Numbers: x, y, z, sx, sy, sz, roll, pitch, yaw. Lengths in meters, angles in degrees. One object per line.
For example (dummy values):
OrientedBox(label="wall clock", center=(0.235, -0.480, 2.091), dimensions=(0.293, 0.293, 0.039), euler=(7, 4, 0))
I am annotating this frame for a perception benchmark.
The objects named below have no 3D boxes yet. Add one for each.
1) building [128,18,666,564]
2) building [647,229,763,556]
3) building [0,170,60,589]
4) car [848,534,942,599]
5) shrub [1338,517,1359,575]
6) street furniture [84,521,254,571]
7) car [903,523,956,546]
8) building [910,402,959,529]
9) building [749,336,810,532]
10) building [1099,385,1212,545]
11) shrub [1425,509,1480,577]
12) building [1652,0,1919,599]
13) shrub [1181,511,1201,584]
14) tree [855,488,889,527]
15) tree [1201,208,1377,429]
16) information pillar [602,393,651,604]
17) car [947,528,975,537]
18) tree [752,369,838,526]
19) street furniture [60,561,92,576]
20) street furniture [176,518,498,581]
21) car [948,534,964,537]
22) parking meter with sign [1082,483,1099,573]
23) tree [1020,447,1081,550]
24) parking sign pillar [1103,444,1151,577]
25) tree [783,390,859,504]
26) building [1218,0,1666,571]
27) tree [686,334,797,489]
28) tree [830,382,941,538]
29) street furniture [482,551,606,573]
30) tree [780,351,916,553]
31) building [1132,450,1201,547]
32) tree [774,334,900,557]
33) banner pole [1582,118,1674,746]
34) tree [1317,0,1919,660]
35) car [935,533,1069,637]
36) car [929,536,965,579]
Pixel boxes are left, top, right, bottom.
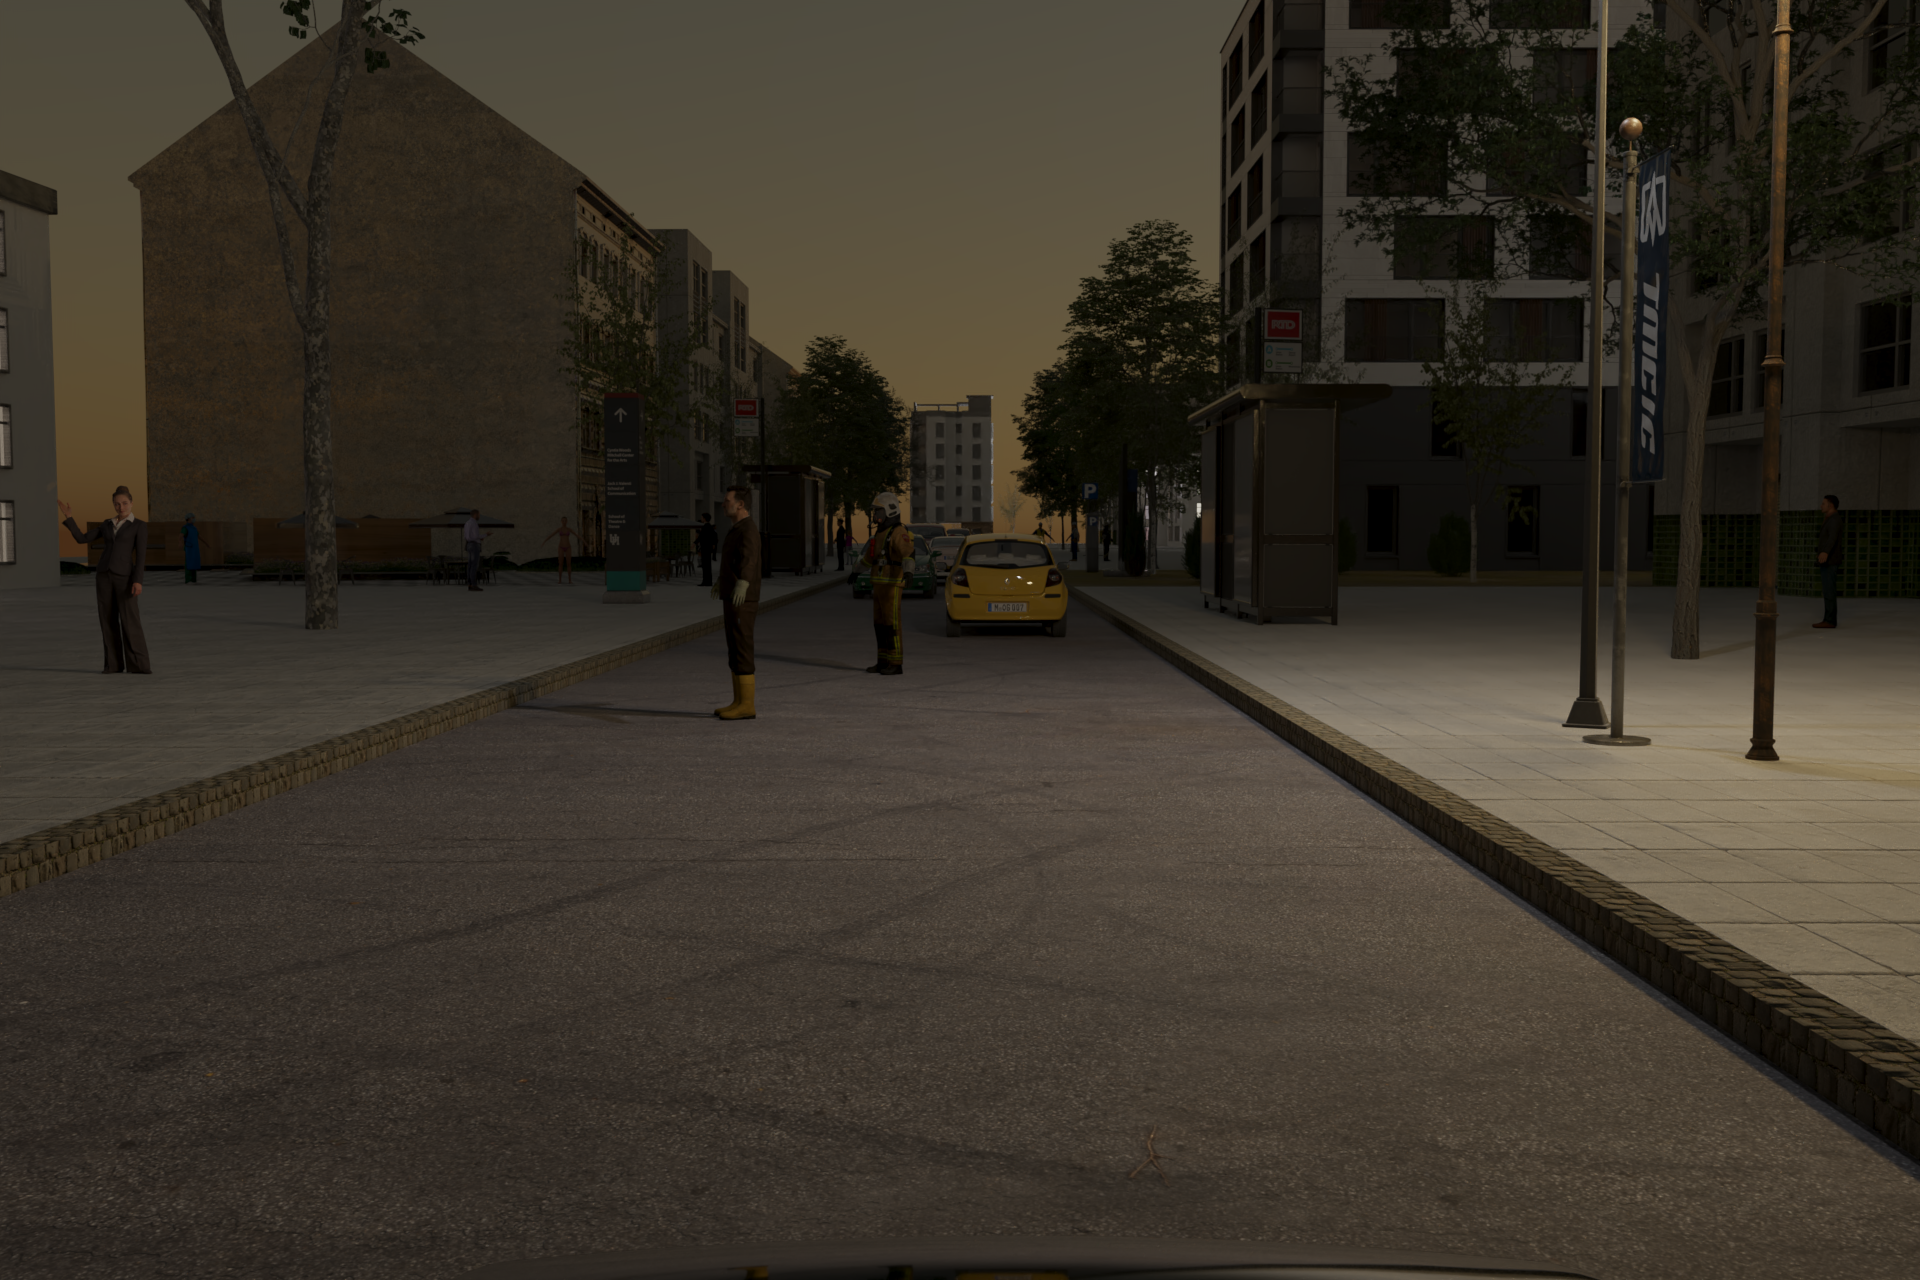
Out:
OrientedBox(label="building", center=(-25.345, -15.384, 82.456), dimensions=(19.493, 23.208, 18.063), euler=(0, 4, 1))
OrientedBox(label="building", center=(-23.732, -15.297, 116.571), dimensions=(16.747, 18.905, 31.486), euler=(0, 4, 1))
OrientedBox(label="building", center=(-23.116, -5.282, 28.503), dimensions=(9.099, 9.664, 28.070), euler=(0, 4, 1))
OrientedBox(label="car", center=(-1.464, -1.718, 39.889), dimensions=(2.131, 1.459, 4.920), euler=(0, 4, 0))
OrientedBox(label="shrub", center=(11.707, -3.052, 54.321), dimensions=(1.690, 2.028, 1.600), euler=(0, 3, 0))
OrientedBox(label="street furniture", center=(-27.492, -3.465, 63.514), dimensions=(9.812, 1.723, 11.010), euler=(-1, 4, -13))
OrientedBox(label="car", center=(-1.275, -3.199, 60.975), dimensions=(2.281, 1.827, 5.304), euler=(0, 4, 0))
OrientedBox(label="building", center=(-6.598, -23.309, 239.986), dimensions=(11.380, 20.090, 16.016), euler=(0, 4, 3))
OrientedBox(label="building", center=(-24.666, -20.468, 165.587), dimensions=(19.493, 23.208, 18.063), euler=(0, 4, 1))
OrientedBox(label="building", center=(26.455, -21.133, 211.976), dimensions=(16.747, 18.905, 31.486), euler=(0, 4, 1))
OrientedBox(label="shrub", center=(14.805, -2.915, 52.081), dimensions=(1.690, 2.028, 1.600), euler=(0, 3, 0))
OrientedBox(label="building", center=(25.444, -9.806, 26.782), dimensions=(16.747, 18.905, 31.486), euler=(0, 4, 1))
OrientedBox(label="shrub", center=(6.509, -2.482, 44.624), dimensions=(1.661, 2.075, 1.752), euler=(0, 3, 0))
OrientedBox(label="tree", center=(-7.506, -12.078, 147.844), dimensions=(4.360, 8.622, 3.978), euler=(0, 3, 0))
OrientedBox(label="tree", center=(7.180, -5.470, 39.804), dimensions=(4.360, 8.622, 3.978), euler=(0, 3, 0))
OrientedBox(label="information pillar", center=(-6.199, -2.613, 32.104), dimensions=(0.750, 3.857, 0.750), euler=(0, 3, 0))
OrientedBox(label="car", center=(-0.136, -6.472, 114.486), dimensions=(2.281, 1.827, 5.304), euler=(0, 4, 0))
OrientedBox(label="tree", center=(-7.428, -7.761, 77.258), dimensions=(4.737, 8.622, 4.395), euler=(0, 3, 0))
OrientedBox(label="street furniture", center=(-30.405, -2.118, 50.263), dimensions=(10.072, 0.657, 5.734), euler=(-3, 5, -40))
OrientedBox(label="street furniture", center=(-16.690, -2.636, 49.949), dimensions=(11.010, 1.723, 9.812), euler=(-1, 4, -21))
OrientedBox(label="car", center=(-0.380, -5.354, 97.318), dimensions=(2.009, 1.686, 4.222), euler=(0, 4, 1))
OrientedBox(label="parking meter with sign", center=(4.435, -3.802, 58.421), dimensions=(0.543, 3.016, 1.738), euler=(0, 4, 0))
OrientedBox(label="tree", center=(8.623, -12.708, 142.185), dimensions=(8.767, 10.594, 7.601), euler=(1, 4, 21))
OrientedBox(label="parking sign pillar", center=(5.045, -3.901, 52.255), dimensions=(1.447, 3.967, 1.447), euler=(0, 3, 0))
OrientedBox(label="tree", center=(-7.244, -8.470, 88.847), dimensions=(4.360, 8.622, 3.978), euler=(0, 3, 0))
OrientedBox(label="building", center=(24.950, -14.190, 75.980), dimensions=(27.936, 21.610, 32.646), euler=(0, 4, 0))
OrientedBox(label="tree", center=(-8.634, -6.997, 64.764), dimensions=(4.360, 8.622, 3.978), euler=(0, 3, 0))
OrientedBox(label="tree", center=(-6.960, -13.572, 132.272), dimensions=(12.009, 13.543, 11.850), euler=(0, 3, 0))
OrientedBox(label="street furniture", center=(-14.943, -2.820, 61.735), dimensions=(5.734, 0.657, 10.072), euler=(0, 4, -4))
OrientedBox(label="tree", center=(-7.808, -13.014, 119.437), dimensions=(9.857, 13.997, 8.962), euler=(0, 3, 0))
OrientedBox(label="building", center=(22.312, -14.613, 181.074), dimensions=(9.099, 9.664, 28.070), euler=(0, 4, 1))
OrientedBox(label="tree", center=(-7.058, -11.058, 98.931), dimensions=(7.486, 12.596, 7.792), euler=(0, 3, 0))
OrientedBox(label="banner pole", center=(4.034, -1.241, 10.306), dimensions=(0.401, 3.779, 0.863), euler=(0, 4, 1))
OrientedBox(label="tree", center=(7.213, -5.068, 17.273), dimensions=(8.767, 10.594, 7.601), euler=(3, 5, 42))
OrientedBox(label="car", center=(0.635, -0.931, 25.446), dimensions=(2.015, 1.641, 3.980), euler=(0, 4, 0))
OrientedBox(label="car", center=(-0.145, -2.264, 49.373), dimensions=(2.083, 1.381, 4.827), euler=(0, 4, 1))
